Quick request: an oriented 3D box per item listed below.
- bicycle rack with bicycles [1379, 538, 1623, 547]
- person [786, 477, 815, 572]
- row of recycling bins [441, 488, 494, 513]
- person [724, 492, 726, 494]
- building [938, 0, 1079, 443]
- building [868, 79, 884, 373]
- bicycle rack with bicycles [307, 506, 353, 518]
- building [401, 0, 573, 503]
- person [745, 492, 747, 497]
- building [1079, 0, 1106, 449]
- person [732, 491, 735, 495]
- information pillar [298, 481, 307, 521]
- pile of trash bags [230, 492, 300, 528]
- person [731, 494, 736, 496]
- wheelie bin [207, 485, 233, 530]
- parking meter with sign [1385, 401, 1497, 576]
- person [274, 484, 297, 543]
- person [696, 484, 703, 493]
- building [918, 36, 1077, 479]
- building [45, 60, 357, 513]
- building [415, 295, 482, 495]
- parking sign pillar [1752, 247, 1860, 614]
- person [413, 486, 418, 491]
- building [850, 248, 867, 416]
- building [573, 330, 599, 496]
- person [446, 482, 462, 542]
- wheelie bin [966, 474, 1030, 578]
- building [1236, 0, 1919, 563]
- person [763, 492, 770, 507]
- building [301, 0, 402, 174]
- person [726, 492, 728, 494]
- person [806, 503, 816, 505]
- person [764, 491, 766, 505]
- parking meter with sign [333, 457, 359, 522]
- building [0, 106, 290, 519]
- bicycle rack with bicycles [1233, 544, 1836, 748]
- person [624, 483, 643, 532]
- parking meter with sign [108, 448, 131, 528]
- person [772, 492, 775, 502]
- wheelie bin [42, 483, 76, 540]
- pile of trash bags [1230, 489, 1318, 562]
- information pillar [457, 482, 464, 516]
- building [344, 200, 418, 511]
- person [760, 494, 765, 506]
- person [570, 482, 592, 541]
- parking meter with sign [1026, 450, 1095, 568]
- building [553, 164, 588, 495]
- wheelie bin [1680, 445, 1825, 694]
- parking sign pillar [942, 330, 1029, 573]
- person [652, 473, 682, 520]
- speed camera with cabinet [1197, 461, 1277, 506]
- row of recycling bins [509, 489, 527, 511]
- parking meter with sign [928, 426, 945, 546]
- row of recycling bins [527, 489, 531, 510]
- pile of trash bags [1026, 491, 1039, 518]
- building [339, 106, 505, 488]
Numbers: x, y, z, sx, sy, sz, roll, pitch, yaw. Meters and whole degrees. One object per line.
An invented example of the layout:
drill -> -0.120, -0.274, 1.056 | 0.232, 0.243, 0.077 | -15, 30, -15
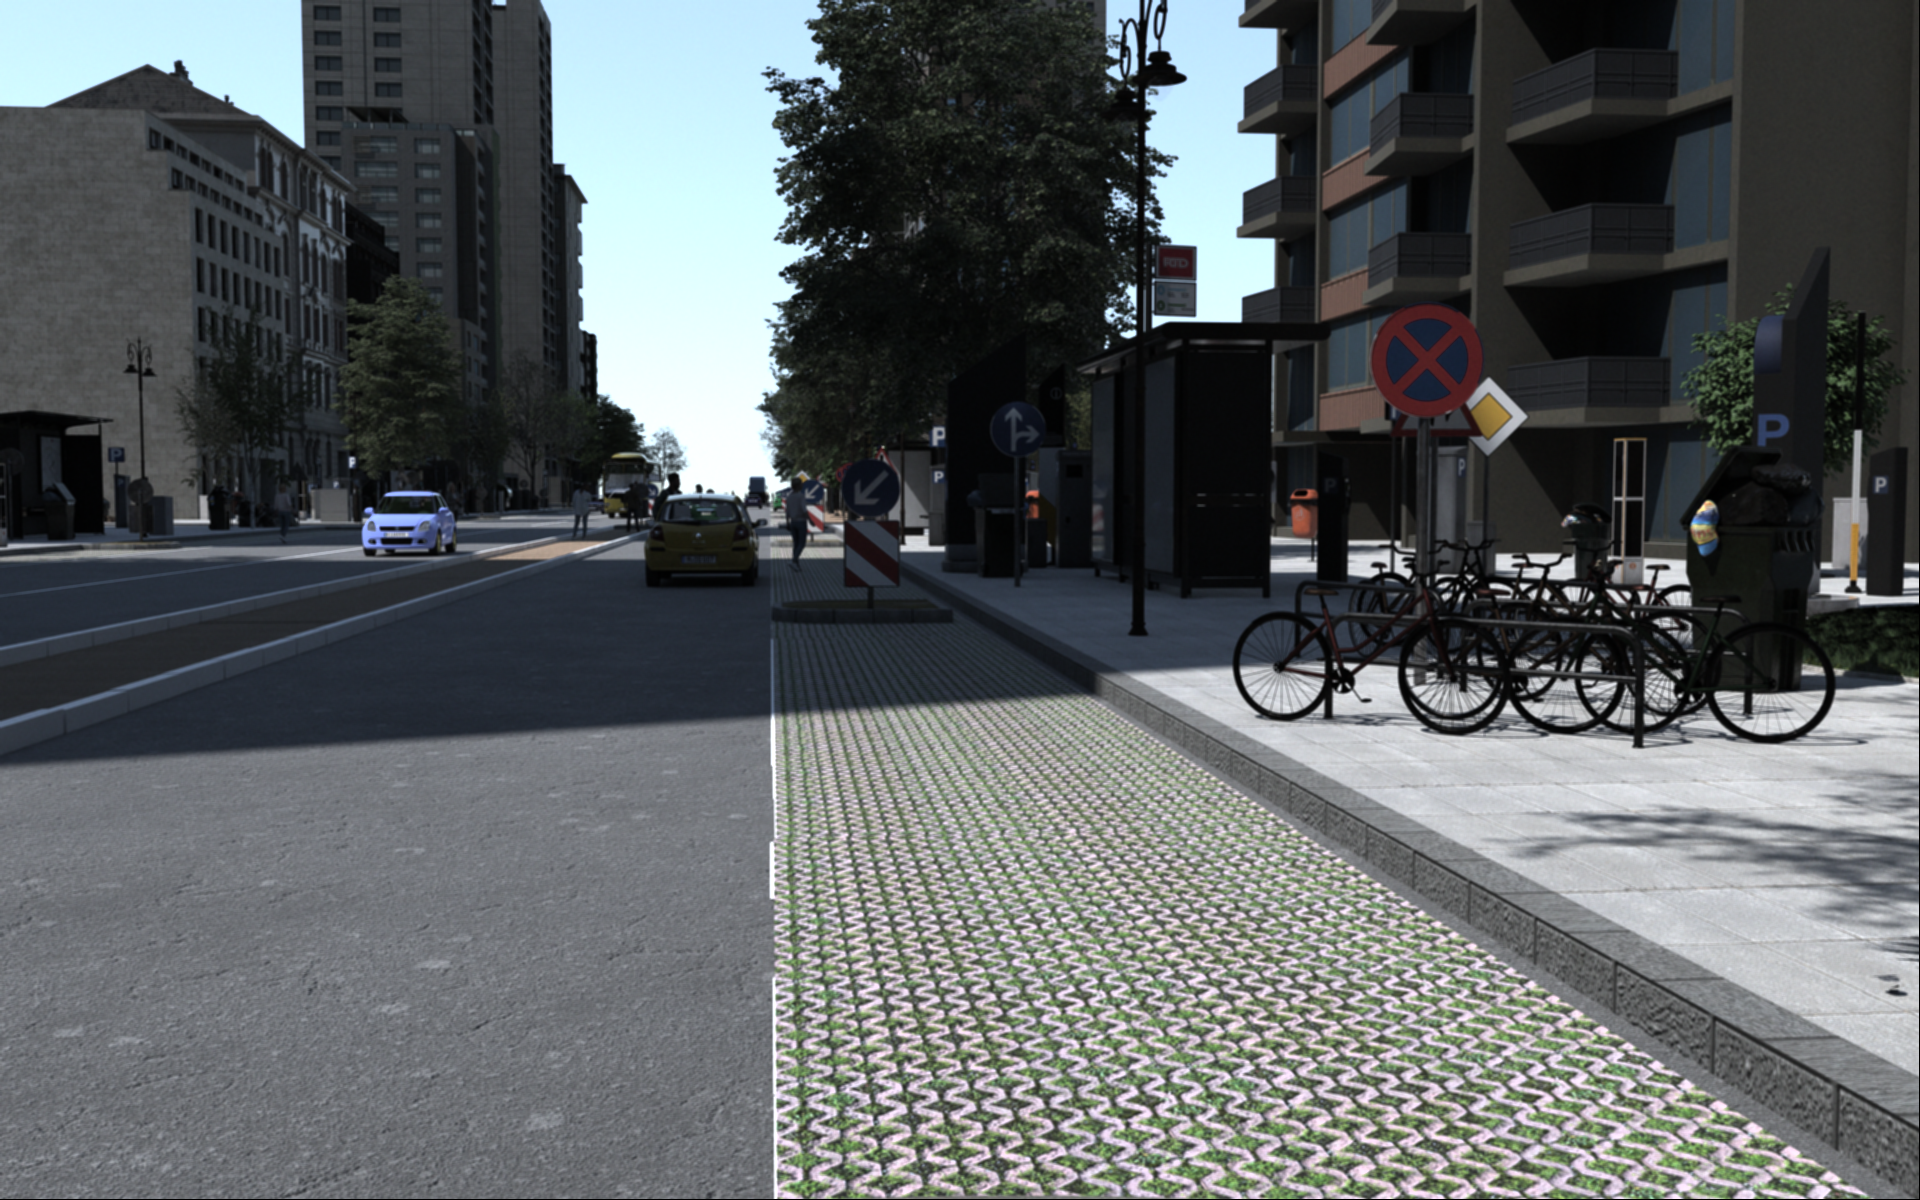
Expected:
bicycle rack with bicycles -> 3.871, 0.002, 13.342 | 2.852, 0.926, 2.925 | -1, 4, -21
person -> -2.991, -1.394, 31.969 | 0.731, 1.740, 0.598 | 2, 4, 25
row of recycling bins -> -32.884, -6.639, 115.658 | 3.534, 1.692, 1.069 | -3, 4, -38
person -> -39.455, -17.210, 290.593 | 1.217, 1.736, 0.721 | 1, 4, 10
building -> 2.074, -47.185, 209.732 | 20.563, 71.187, 20.611 | 0, 4, -6
building -> -5.963, -51.103, 273.786 | 20.563, 71.187, 20.611 | 0, 4, -6
bicycle rack with bicycles -> -34.408, -4.981, 94.821 | 2.925, 0.926, 2.852 | -1, 4, -23
building -> -68.049, -49.855, 253.381 | 20.563, 71.187, 20.611 | 0, 4, -6
person -> -35.948, -17.216, 290.899 | 0.530, 1.710, 0.541 | 0, 4, -3
building -> 3.872, -45.919, 189.029 | 20.563, 71.187, 20.611 | 0, 4, -6
person -> -25.016, -11.137, 190.608 | 0.705, 1.821, 1.348 | -3, 4, -36
information pillar -> -31.858, -4.854, 83.861 | 0.304, 2.012, 0.304 | 0, 4, 5
pile of trash bags -> -27.452, -3.543, 67.681 | 3.447, 1.369, 1.912 | 2, 4, 35
person -> -34.947, -15.731, 266.529 | 1.217, 1.723, 0.721 | -1, 4, -18
wheelie bin -> -26.472, -3.308, 62.000 | 0.693, 1.594, 0.980 | 0, 4, 0
parking meter with sign -> 7.706, -1.923, 27.708 | 1.738, 3.016, 0.543 | 3, 5, 39
person -> -19.785, -2.542, 50.732 | 0.731, 1.740, 0.598 | 0, 4, 0
person -> -9.698, -3.409, 64.425 | 0.728, 1.800, 0.709 | 1, 4, 16
building -> 3.396, -31.897, 171.625 | 14.600, 45.320, 14.200 | 0, 4, -6
building -> -49.587, -20.020, 114.721 | 14.401, 28.519, 23.554 | 0, 4, -6
building -> -61.856, -19.496, 163.806 | 27.650, 21.520, 28.899 | 0, 4, -6
parking sign pillar -> 8.899, -1.842, 18.588 | 1.447, 3.967, 1.447 | 3, 5, 39
person -> -20.633, -3.455, 65.566 | 0.480, 1.755, 0.524 | -1, 4, -23
building -> -7.864, -39.481, 300.135 | 22.147, 44.769, 28.867 | 0, 4, -6
building -> -70.397, -32.285, 299.562 | 14.160, 30.474, 14.107 | 0, 4, -6
person -> -15.208, -2.656, 52.114 | 0.537, 1.800, 0.526 | -3, 5, -45
wheelie bin -> 0.563, -1.155, 26.789 | 0.980, 1.594, 0.693 | -1, 4, -15
building -> 19.642, -23.881, 45.072 | 22.147, 44.769, 28.867 | 0, 4, -6
person -> -21.574, -11.234, 192.971 | 0.445, 1.727, 0.742 | 3, 5, 43
building -> -63.029, -46.702, 201.827 | 20.563, 71.187, 20.611 | 0, 4, -6
person -> -41.383, -18.321, 308.834 | 0.721, 1.735, 1.217 | 1, 4, 14
person -> -5.629, -3.375, 64.037 | 0.716, 1.782, 0.532 | -3, 5, -42
person -> -25.328, -13.239, 224.984 | 1.348, 1.821, 0.705 | -1, 4, -21
parking meter with sign -> -28.473, -5.101, 79.658 | 0.543, 3.016, 1.738 | 2, 4, 24
building -> -44.452, -14.658, 94.413 | 10.420, 20.320, 16.860 | 0, 4, -6
bicycle rack with bicycles -> 3.383, 0.221, 9.772 | 2.925, 0.926, 2.852 | 3, 5, 42
person -> -12.311, -3.477, 65.258 | 0.656, 1.842, 0.836 | -3, 5, -39
parking meter with sign -> -31.733, -4.246, 65.681 | 0.543, 3.016, 1.738 | -1, 4, -12
person -> -33.159, -18.244, 307.500 | 0.721, 1.736, 1.217 | 1, 4, 19
wheelie bin -> -25.099, -2.466, 48.226 | 0.693, 1.594, 0.980 | 0, 4, -5
pile of trash bags -> 5.557, -1.467, 33.732 | 1.912, 1.369, 3.447 | -3, 5, -44
information pillar -> -29.683, -6.017, 102.869 | 0.304, 2.012, 0.304 | 0, 4, -3
building -> -50.446, -18.696, 135.357 | 12.332, 23.373, 15.834 | 0, 4, -6
person -> -24.464, -12.399, 214.479 | 1.065, 1.426, 0.557 | 3, 5, 45
person -> -11.511, -2.680, 52.576 | 0.793, 1.790, 0.793 | -3, 4, -36
parking meter with sign -> 2.008, -2.071, 30.117 | 1.738, 3.016, 0.543 | 0, 4, -6
building -> -75.052, -42.095, 277.489 | 28.713, 52.752, 27.495 | 0, 4, -6
wheelie bin -> 5.226, -0.213, 11.397 | 0.980, 1.594, 0.693 | -3, 4, -38
parking sign pillar -> 0.416, -2.452, 28.555 | 1.447, 3.967, 1.447 | 0, 4, -7
person -> -5.284, -1.445, 32.103 | 0.794, 1.824, 0.713 | -3, 4, -37
speed camera with cabinet -> 7.353, -3.159, 45.983 | 2.038, 3.252, 0.660 | -1, 4, -14
row of recycling bins -> -35.879, -7.853, 135.512 | 3.534, 1.692, 1.069 | 1, 4, 20
parking meter with sign -> -0.541, -2.887, 43.465 | 0.543, 3.016, 1.738 | 0, 4, 2
row of recycling bins -> -35.831, -8.059, 138.870 | 1.069, 1.692, 3.534 | 2, 4, 29
pile of trash bags -> 2.948, -2.068, 43.563 | 3.447, 1.369, 1.912 | 3, 5, 43
building -> -57.193, -30.688, 185.348 | 14.154, 41.232, 14.086 | 0, 4, -6
